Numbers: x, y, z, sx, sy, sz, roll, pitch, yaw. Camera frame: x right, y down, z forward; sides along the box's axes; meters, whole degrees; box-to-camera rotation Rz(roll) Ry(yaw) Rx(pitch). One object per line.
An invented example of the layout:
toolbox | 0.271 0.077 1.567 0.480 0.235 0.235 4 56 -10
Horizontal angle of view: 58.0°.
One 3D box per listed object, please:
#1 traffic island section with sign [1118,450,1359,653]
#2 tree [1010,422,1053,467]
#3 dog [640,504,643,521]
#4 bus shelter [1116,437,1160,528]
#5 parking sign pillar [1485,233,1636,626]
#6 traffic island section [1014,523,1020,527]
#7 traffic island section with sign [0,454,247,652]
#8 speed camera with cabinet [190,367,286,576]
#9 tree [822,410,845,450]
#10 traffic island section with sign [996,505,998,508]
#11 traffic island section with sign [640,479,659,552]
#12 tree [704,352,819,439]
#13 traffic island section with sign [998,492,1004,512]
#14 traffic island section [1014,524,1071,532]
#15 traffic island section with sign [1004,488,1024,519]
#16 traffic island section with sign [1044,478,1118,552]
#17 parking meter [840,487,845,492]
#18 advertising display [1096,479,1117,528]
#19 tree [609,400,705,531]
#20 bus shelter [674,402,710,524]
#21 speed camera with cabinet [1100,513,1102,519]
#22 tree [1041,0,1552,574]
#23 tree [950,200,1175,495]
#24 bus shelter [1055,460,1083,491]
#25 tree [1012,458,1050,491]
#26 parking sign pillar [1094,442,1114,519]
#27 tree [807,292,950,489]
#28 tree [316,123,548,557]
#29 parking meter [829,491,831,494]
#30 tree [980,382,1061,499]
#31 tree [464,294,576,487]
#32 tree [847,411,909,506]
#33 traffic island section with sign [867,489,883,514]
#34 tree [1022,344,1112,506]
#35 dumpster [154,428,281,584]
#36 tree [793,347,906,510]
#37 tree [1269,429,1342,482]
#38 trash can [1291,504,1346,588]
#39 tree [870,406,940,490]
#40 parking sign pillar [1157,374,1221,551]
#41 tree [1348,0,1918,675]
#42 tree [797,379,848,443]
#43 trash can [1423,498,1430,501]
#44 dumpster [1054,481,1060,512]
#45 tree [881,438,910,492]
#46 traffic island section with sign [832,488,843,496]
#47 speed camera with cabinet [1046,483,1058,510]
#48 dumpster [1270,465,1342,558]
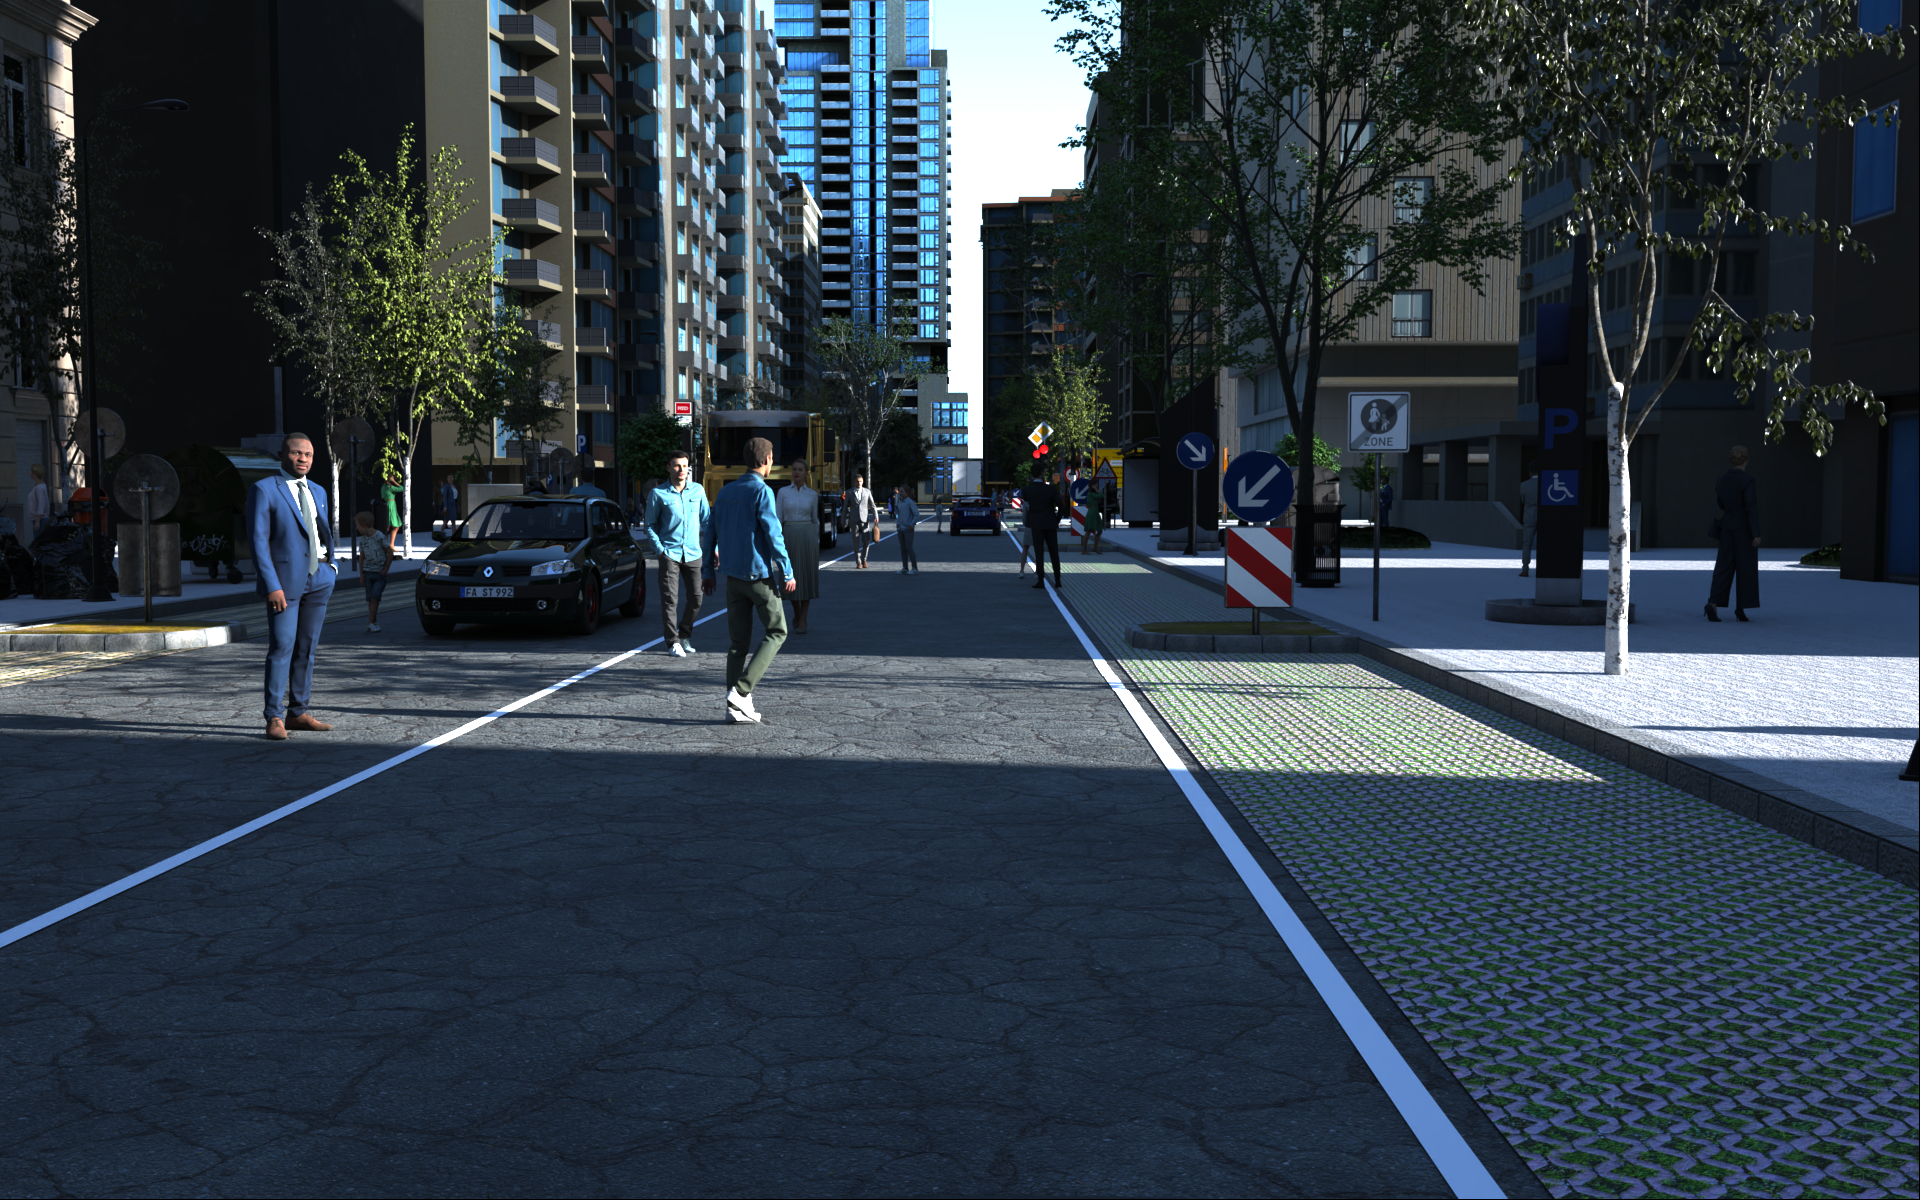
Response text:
traffic island section with sign | 2.599 -0.477 16.434 1.989 1.847 2.006 0 4 1
tree | 7.125 -13.412 169.644 4.360 8.622 3.978 0 3 0
dog | -15.349 -4.177 82.670 0.513 0.831 0.800 3 4 37
bus shelter | 6.964 -4.272 63.767 2.014 3.302 5.546 0 4 1
parking sign pillar | 6.084 -1.774 17.472 1.447 3.967 1.447 1 4 21
traffic island section | 3.318 -3.186 74.377 2.009 0.180 2.903 0 4 1
traffic island section with sign | -8.028 -0.486 16.577 1.989 1.847 2.006 0 4 1
speed camera with cabinet | -11.289 -2.011 27.219 2.038 3.252 0.660 2 4 32
tree | -10.199 -10.304 118.834 4.360 8.622 3.978 0 3 0
traffic island section with sign | 4.617 -10.310 177.191 1.989 1.847 2.006 0 4 1
traffic island section with sign | -7.686 -2.135 43.530 1.989 1.847 2.006 0 4 1
tree | -10.440 -8.603 91.015 4.360 8.622 3.978 0 3 0
traffic island section with sign | 3.981 -7.203 126.400 1.989 1.847 2.006 0 4 1
traffic island section | 3.218 -2.698 66.392 2.009 0.180 2.903 0 4 1
traffic island section with sign | 3.645 -5.537 99.163 1.989 1.847 2.006 0 4 1
traffic island section with sign | 2.930 -2.126 43.387 1.989 1.847 2.006 0 4 1
parking meter | -9.229 -7.969 136.004 0.399 1.863 0.255 2 4 27
advertising display | 5.464 -3.632 64.601 0.974 1.923 0.123 -3 4 -38
tree | -10.546 -4.698 60.527 4.285 4.588 4.351 0 3 0
bus shelter | -11.284 -6.136 77.958 2.179 5.291 8.768 0 4 1
speed camera with cabinet | 6.181 -5.127 78.163 0.660 3.252 2.038 0 4 -3
tree | 5.511 -6.262 28.146 9.928 11.665 9.643 0 3 0
tree | 7.637 -15.480 108.987 12.611 20.169 13.585 0 3 0
bus shelter | 7.661 -7.943 121.147 1.731 3.624 6.357 0 4 1
tree | 6.431 -10.564 156.427 4.285 4.588 4.351 0 3 0
parking sign pillar | 7.417 -6.256 90.751 1.447 3.967 1.447 2 4 26
tree | -7.265 -18.676 161.243 12.611 20.169 13.585 0 3 0
tree | -11.209 -5.206 35.474 4.737 8.622 4.395 0 3 0
parking meter | -10.887 -8.242 143.173 0.372 1.533 0.369 0 3 0
tree | 7.221 -17.673 195.606 9.857 13.997 8.962 0 3 0
tree | -15.858 -6.905 63.252 4.360 8.622 3.978 0 3 0
tree | -9.381 -15.843 193.443 8.767 10.594 7.601 3 5 42
traffic island section with sign | -6.625 -7.208 126.476 1.989 1.847 2.006 0 4 1
tree | 5.493 -8.173 83.994 4.737 8.622 4.395 0 3 0
dumpster | -10.816 -1.400 25.382 1.502 2.255 1.985 0 4 1
tree | -9.646 -14.262 143.553 12.009 13.543 11.850 0 3 0
tree | 15.327 -5.758 77.857 4.285 4.588 4.351 0 3 0
trash can | 4.936 -0.747 23.862 0.748 1.137 0.748 0 3 0
tree | -7.635 -18.904 226.093 9.611 12.733 9.660 0 3 0
parking sign pillar | 5.233 -3.121 39.502 1.447 3.967 1.447 2 4 33
tree | 4.628 -3.761 11.850 4.360 8.622 3.978 0 3 0
tree | -9.183 -9.806 110.683 4.737 8.622 4.395 0 3 0
trash can | 17.354 -3.279 65.262 0.748 1.137 0.748 0 3 0
dumpster | 7.411 -7.613 126.964 1.502 2.255 1.985 0 4 1
tree | -8.248 -15.880 210.003 4.360 8.622 3.978 0 3 0
traffic island section with sign | -6.981 -5.559 99.523 1.989 1.847 2.006 0 4 1
speed camera with cabinet | 6.797 -8.392 131.539 0.660 3.252 2.038 -3 4 -36
dumpster | 7.002 -1.803 35.236 1.264 1.857 1.865 0 4 1
